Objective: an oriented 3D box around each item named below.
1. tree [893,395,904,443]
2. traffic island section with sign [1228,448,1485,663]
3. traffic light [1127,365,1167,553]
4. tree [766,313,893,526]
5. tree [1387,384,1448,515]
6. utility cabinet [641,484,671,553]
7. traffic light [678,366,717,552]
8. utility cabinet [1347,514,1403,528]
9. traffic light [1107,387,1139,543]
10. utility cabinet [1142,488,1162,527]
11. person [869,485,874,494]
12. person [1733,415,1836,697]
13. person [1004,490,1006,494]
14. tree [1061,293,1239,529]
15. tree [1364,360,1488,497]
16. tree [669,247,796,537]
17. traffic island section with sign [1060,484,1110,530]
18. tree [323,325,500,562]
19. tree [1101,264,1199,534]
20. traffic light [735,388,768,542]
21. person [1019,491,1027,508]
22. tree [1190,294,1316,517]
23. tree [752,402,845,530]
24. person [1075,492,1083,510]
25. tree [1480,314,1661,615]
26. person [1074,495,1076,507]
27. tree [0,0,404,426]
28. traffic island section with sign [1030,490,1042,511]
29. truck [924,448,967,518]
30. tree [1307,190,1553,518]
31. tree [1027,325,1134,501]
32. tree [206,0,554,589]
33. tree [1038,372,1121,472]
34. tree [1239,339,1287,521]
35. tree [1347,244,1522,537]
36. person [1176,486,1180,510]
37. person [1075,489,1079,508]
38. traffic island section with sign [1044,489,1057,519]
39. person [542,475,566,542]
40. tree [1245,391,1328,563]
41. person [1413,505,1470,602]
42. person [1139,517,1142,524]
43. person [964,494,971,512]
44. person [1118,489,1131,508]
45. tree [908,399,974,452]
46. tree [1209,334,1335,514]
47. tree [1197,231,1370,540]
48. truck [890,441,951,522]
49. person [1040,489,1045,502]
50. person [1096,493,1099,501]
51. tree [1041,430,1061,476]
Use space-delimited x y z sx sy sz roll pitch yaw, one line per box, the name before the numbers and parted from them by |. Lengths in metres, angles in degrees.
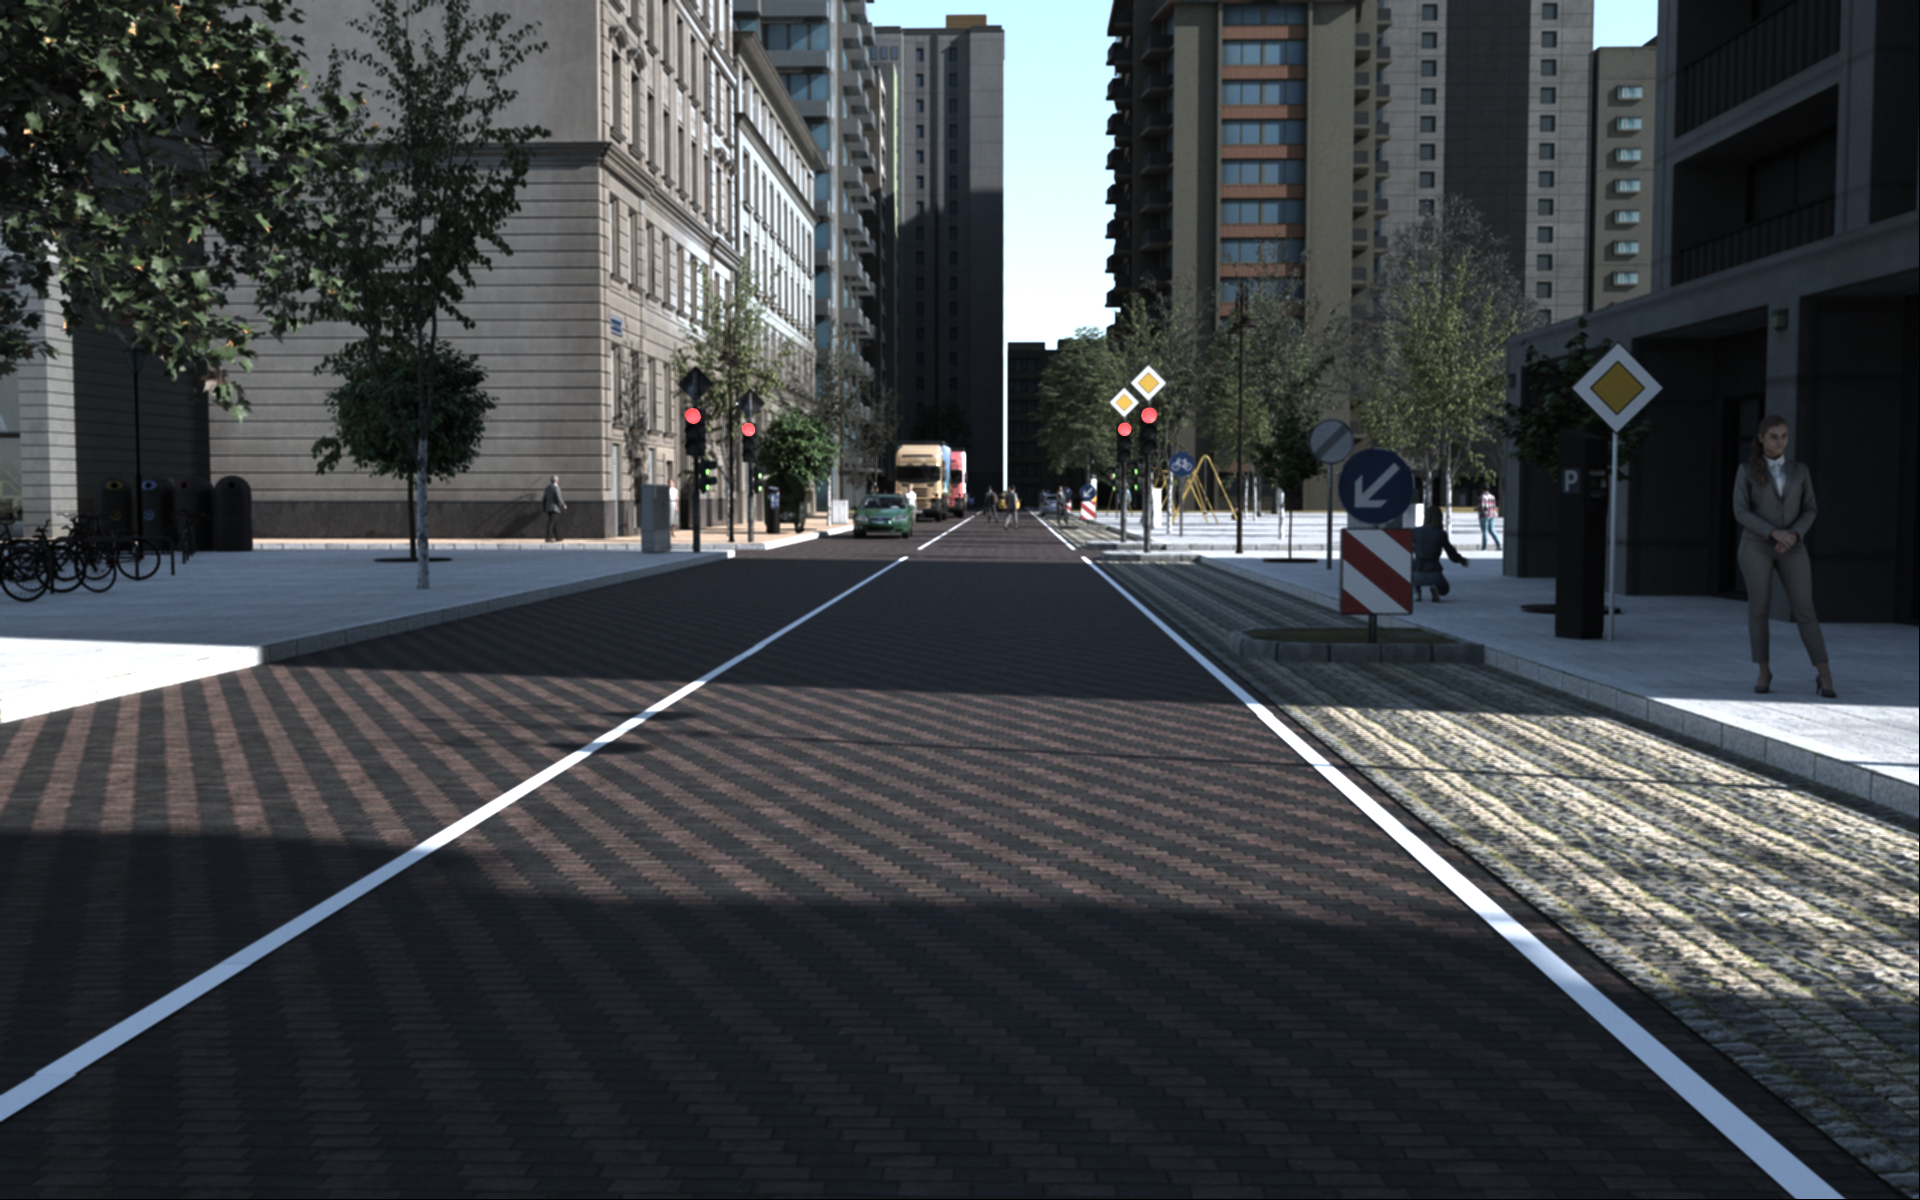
tree | -5.599 -9.743 109.653 4.360 8.622 3.978 0 3 0
traffic island section with sign | 3.470 -0.425 15.583 1.989 1.847 2.006 0 4 2
traffic light | 4.076 -2.987 37.766 0.839 4.253 0.868 0 4 2
tree | -5.552 -7.323 70.094 4.360 8.622 3.978 0 3 0
tree | 28.714 -9.622 107.676 4.360 8.622 3.978 0 3 0
utility cabinet | -6.647 -1.788 37.915 0.318 1.500 1.173 0 4 7
traffic light | -5.782 -3.004 38.035 0.839 4.253 0.868 0 4 2
utility cabinet | 5.868 -0.819 24.560 0.306 1.237 1.020 -1 4 -19
traffic light | 4.307 -3.476 45.748 0.839 4.253 0.868 0 4 2
utility cabinet | 7.420 -3.570 67.042 0.318 1.500 1.173 2 4 29
person | -5.248 -5.927 103.132 0.721 1.800 0.419 2 4 26
person | 5.277 -0.291 11.082 0.520 1.790 0.573 0 4 -8
person | 4.676 -10.320 177.367 0.705 1.807 1.348 0 4 7
tree | 6.877 -6.864 62.581 4.737 8.622 4.395 0 3 0
tree | 31.294 -11.109 116.046 8.767 10.594 7.601 -1 4 -10
tree | -6.995 -6.239 52.370 4.737 8.622 4.395 0 3 0
traffic island section with sign | 5.075 -3.785 70.517 1.989 1.847 2.006 0 4 2
tree | -10.489 -3.033 33.309 4.285 4.588 4.351 0 3 0
tree | 6.743 -6.469 56.129 4.360 8.622 3.978 0 3 0
traffic light | -5.550 -3.492 46.017 0.839 4.253 0.868 0 4 2
person | 6.613 -10.497 180.653 0.617 1.759 0.750 2 4 35
tree | 16.589 -11.034 98.538 7.486 12.596 7.792 0 3 0
tree | -5.780 -4.762 61.575 4.285 4.588 4.351 0 3 0
person | 9.894 -8.314 142.659 0.721 1.739 1.217 -3 5 -41
tree | 6.753 -1.474 18.706 1.663 3.219 1.824 0 3 0
person | 11.768 -10.186 175.822 0.421 1.427 0.697 0 4 -3
tree | -8.220 -5.755 11.095 9.611 12.733 9.660 0 3 0
traffic island section with sign | 8.114 -10.215 175.635 1.989 1.847 2.006 0 4 2
truck | -0.930 -7.245 107.372 2.839 4.237 11.283 0 4 1
tree | 19.083 -9.744 69.688 12.009 13.543 11.850 0 3 0
tree | 8.261 -12.163 116.993 7.486 12.596 7.792 0 3 0
tree | -7.509 -4.462 23.321 4.737 8.622 4.395 0 3 0
tree | 9.196 -11.832 127.873 7.601 10.594 8.767 1 4 13
tree | 13.808 -8.011 81.338 4.737 8.622 4.395 0 3 0
tree | 14.669 -6.161 51.087 4.737 8.622 4.395 0 3 0
person | 15.797 -7.316 125.297 0.705 1.869 1.348 1 4 9
person | 10.803 -9.186 156.766 0.750 1.759 0.617 0 4 -6
traffic island section with sign | 5.878 -5.480 98.228 1.989 1.847 2.006 0 4 2
person | -10.801 -2.435 46.251 0.661 1.777 0.834 2 4 28
tree | 6.143 -2.337 32.807 1.663 3.219 1.824 0 3 0
person | 5.561 -0.568 20.834 1.012 1.151 0.738 2 4 25
person | 7.775 -4.012 72.232 0.643 1.750 0.593 0 4 -1
person | 0.414 -7.971 138.829 0.705 1.824 1.348 3 4 38
person | 8.325 -4.982 87.365 0.638 1.841 0.748 1 4 21
tree | -2.076 -16.043 188.058 9.928 11.665 9.643 0 3 0
tree | 19.932 -11.287 110.304 9.928 11.665 9.643 0 3 0
tree | 9.100 -5.998 48.422 4.360 8.622 3.978 0 3 0
truck | -1.972 -6.388 93.365 2.839 4.237 11.283 0 4 2
person | 6.069 -7.253 127.078 0.705 1.826 1.348 -1 4 -10
person | 11.486 -8.538 146.359 0.721 1.735 1.217 2 4 24
tree | 10.010 -13.001 162.929 4.737 8.622 4.395 0 3 0
